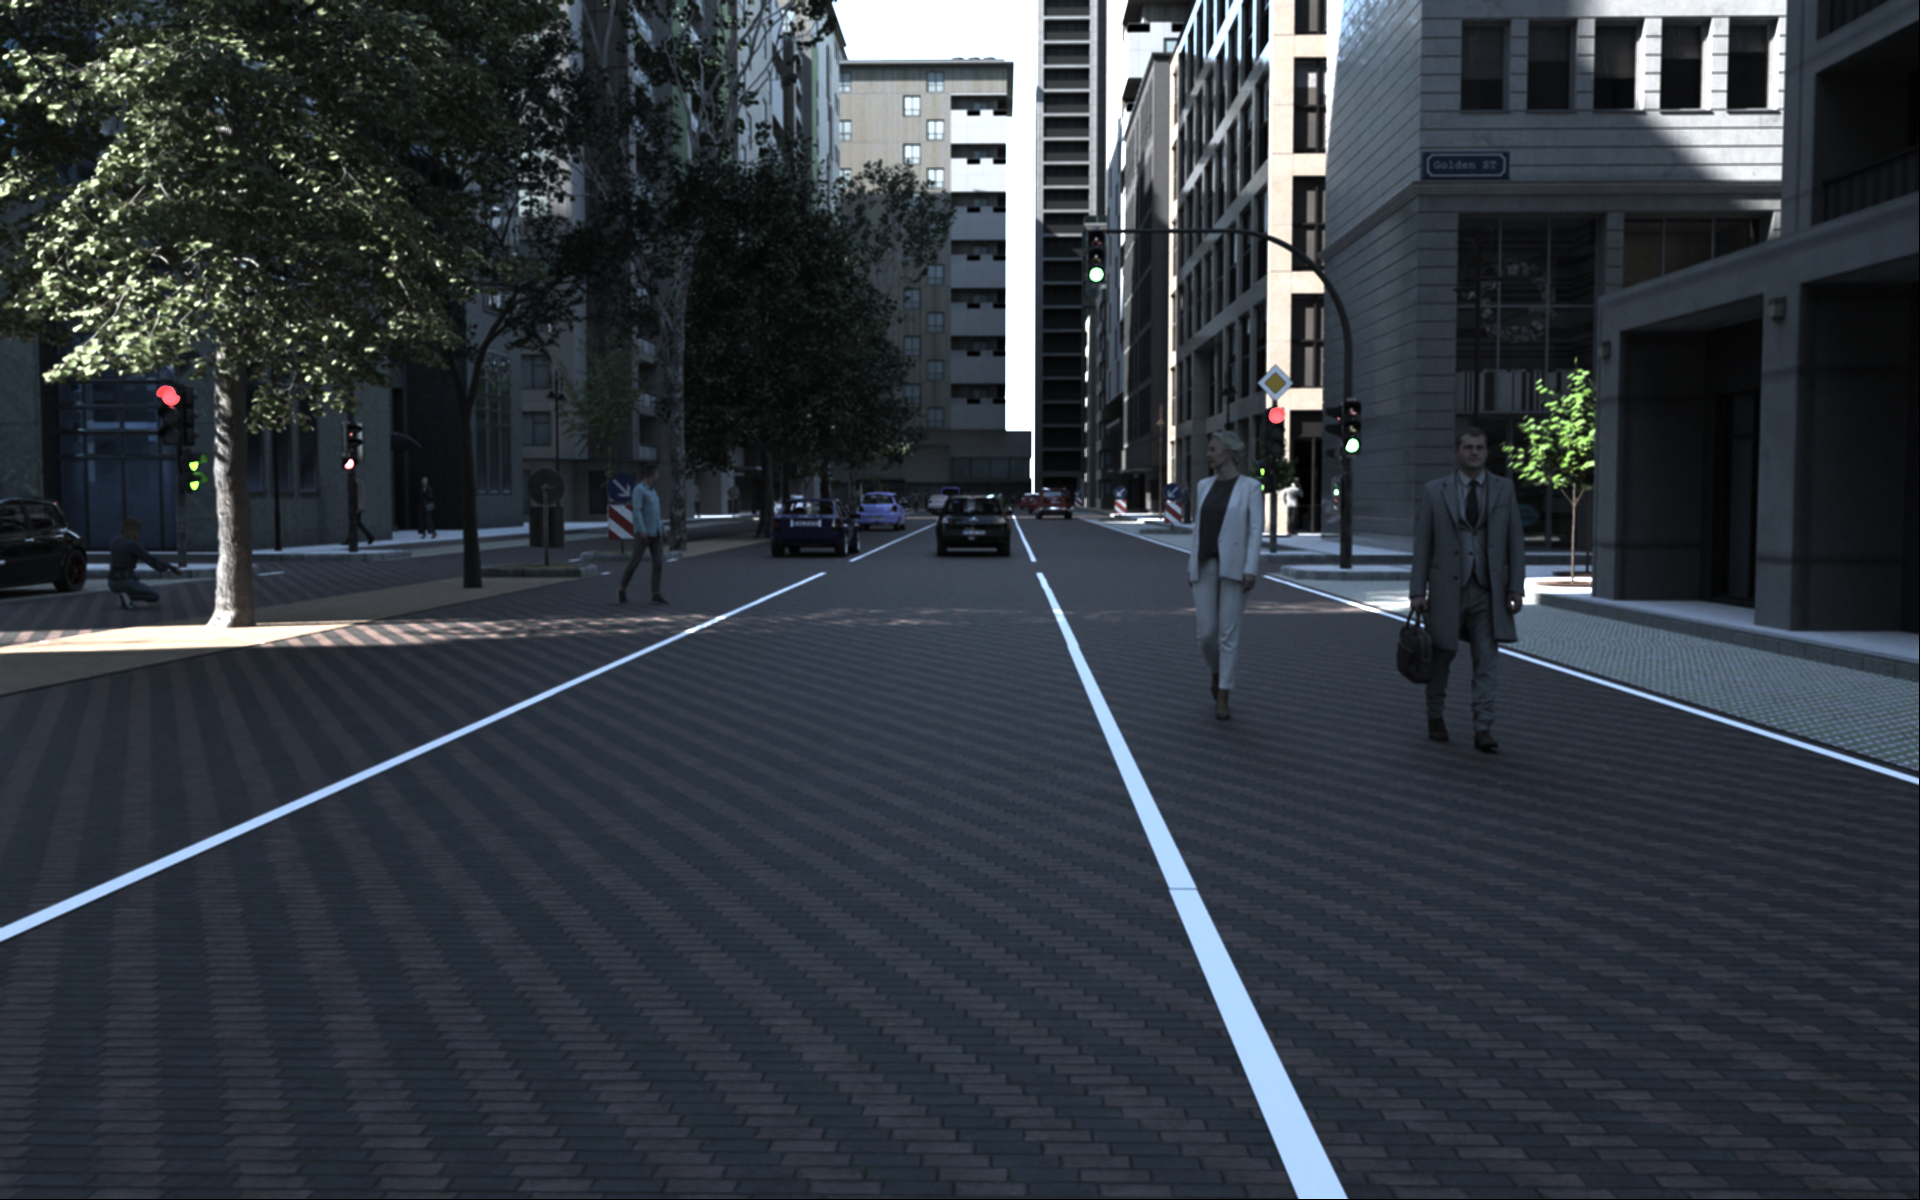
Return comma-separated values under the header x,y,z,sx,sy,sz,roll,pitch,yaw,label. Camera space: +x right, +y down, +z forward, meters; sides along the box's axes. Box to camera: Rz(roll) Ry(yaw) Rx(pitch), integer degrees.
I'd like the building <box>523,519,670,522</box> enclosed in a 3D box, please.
x,y,z,sx,sy,sz,roll,pitch,yaw,label
-21.115,-24.428,82.987,14.154,41.232,14.086,0,4,1,building

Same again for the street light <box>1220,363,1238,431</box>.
x,y,z,sx,sy,sz,roll,pitch,yaw,label
9.466,-5.408,61.208,0.468,5.910,1.993,0,4,1,street light

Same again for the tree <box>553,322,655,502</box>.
x,y,z,sx,sy,sz,roll,pitch,yaw,label
-14.805,-7.462,72.370,4.737,8.622,4.395,0,3,0,tree

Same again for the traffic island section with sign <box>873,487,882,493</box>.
x,y,z,sx,sy,sz,roll,pitch,yaw,label
-5.375,-6.414,113.004,2.006,1.907,1.989,0,4,1,traffic island section with sign

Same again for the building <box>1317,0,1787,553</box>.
x,y,z,sx,sy,sz,roll,pitch,yaw,label
24.662,-16.153,41.586,29.804,29.767,11.434,0,4,1,building

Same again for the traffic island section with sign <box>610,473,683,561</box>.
x,y,z,sx,sy,sz,roll,pitch,yaw,label
-7.248,-1.820,37.889,2.006,1.907,1.989,0,4,1,traffic island section with sign

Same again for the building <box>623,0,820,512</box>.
x,y,z,sx,sy,sz,roll,pitch,yaw,label
-19.805,-28.425,148.336,14.154,41.232,14.086,0,4,1,building

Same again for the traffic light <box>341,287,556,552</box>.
x,y,z,sx,sy,sz,roll,pitch,yaw,label
-11.331,-3.888,38.235,4.771,5.953,1.251,0,4,1,traffic light

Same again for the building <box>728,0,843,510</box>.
x,y,z,sx,sy,sz,roll,pitch,yaw,label
-26.311,-35.842,175.260,27.495,52.752,28.713,0,4,1,building

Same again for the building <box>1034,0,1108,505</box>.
x,y,z,sx,sy,sz,roll,pitch,yaw,label
19.186,-46.898,205.034,20.611,71.187,20.563,0,4,1,building

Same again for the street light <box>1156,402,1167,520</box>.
x,y,z,sx,sy,sz,roll,pitch,yaw,label
10.083,-6.981,86.922,0.468,5.910,1.993,0,4,1,street light

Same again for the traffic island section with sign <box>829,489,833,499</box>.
x,y,z,sx,sy,sz,roll,pitch,yaw,label
-10.568,-8.042,140.107,1.989,1.847,2.006,0,4,1,traffic island section with sign

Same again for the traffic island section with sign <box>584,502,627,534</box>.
x,y,z,sx,sy,sz,roll,pitch,yaw,label
-12.518,-3.339,63.219,1.989,1.847,2.006,0,4,1,traffic island section with sign

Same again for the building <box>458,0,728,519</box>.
x,y,z,sx,sy,sz,roll,pitch,yaw,label
-21.908,-25.778,105.058,14.154,41.232,14.086,0,4,1,building

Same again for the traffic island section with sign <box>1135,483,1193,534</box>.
x,y,z,sx,sy,sz,roll,pitch,yaw,label
7.491,-3.293,62.466,1.989,1.847,2.006,0,4,1,traffic island section with sign

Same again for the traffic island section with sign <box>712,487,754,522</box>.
x,y,z,sx,sy,sz,roll,pitch,yaw,label
-11.822,-5.002,90.405,1.989,1.847,2.006,0,4,1,traffic island section with sign

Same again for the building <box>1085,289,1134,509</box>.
x,y,z,sx,sy,sz,roll,pitch,yaw,label
26.110,-19.259,159.923,27.650,21.520,28.899,0,4,1,building

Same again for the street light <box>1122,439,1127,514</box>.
x,y,z,sx,sy,sz,roll,pitch,yaw,label
10.770,-8.544,112.483,0.468,5.910,1.993,0,4,1,street light

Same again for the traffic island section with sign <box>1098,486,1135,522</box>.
x,y,z,sx,sy,sz,roll,pitch,yaw,label
8.191,-4.989,90.197,1.989,1.847,2.006,0,4,1,traffic island section with sign

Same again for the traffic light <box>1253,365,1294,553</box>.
x,y,z,sx,sy,sz,roll,pitch,yaw,label
6.831,-2.987,37.763,0.839,4.253,0.868,0,4,1,traffic light

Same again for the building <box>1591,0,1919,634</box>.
x,y,z,sx,sy,sz,roll,pitch,yaw,label
17.850,-34.907,8.988,20.563,71.187,20.611,0,4,1,building

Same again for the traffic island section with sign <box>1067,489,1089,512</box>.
x,y,z,sx,sy,sz,roll,pitch,yaw,label
9.444,-8.064,140.471,1.989,1.847,2.006,0,4,1,traffic island section with sign

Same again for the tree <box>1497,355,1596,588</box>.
x,y,z,sx,sy,sz,roll,pitch,yaw,label
8.660,-1.811,24.207,1.663,3.219,1.824,0,3,0,tree

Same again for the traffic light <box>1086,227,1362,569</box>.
x,y,z,sx,sy,sz,roll,pitch,yaw,label
4.537,-3.365,29.691,4.771,5.953,1.251,0,4,1,traffic light

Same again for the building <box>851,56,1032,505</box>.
x,y,z,sx,sy,sz,roll,pitch,yaw,label
-5.101,-37.991,210.384,27.495,52.752,28.713,0,4,1,building

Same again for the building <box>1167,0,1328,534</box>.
x,y,z,sx,sy,sz,roll,pitch,yaw,label
19.892,-16.335,71.597,19.350,26.468,34.151,0,4,1,building

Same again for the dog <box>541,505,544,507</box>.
x,y,z,sx,sy,sz,roll,pitch,yaw,label
-17.543,-3.569,72.726,0.513,0.831,0.800,0,4,-7,dog

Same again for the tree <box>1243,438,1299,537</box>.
x,y,z,sx,sy,sz,roll,pitch,yaw,label
9.289,-3.504,51.885,1.663,3.219,1.824,0,3,0,tree

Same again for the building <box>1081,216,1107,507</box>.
x,y,z,sx,sy,sz,roll,pitch,yaw,label
19.662,-25.051,181.281,14.160,30.474,14.107,0,4,1,building

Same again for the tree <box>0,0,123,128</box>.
x,y,z,sx,sy,sz,roll,pitch,yaw,label
-7.666,-5.836,8.239,12.009,13.543,11.850,0,3,0,tree

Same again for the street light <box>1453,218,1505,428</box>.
x,y,z,sx,sy,sz,roll,pitch,yaw,label
8.750,-3.460,29.363,0.468,5.910,1.993,0,4,1,street light

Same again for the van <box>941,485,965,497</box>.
x,y,z,sx,sy,sz,roll,pitch,yaw,label
-0.736,-9.706,163.069,2.240,2.365,5.245,0,4,3,van

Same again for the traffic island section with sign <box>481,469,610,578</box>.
x,y,z,sx,sy,sz,roll,pitch,yaw,label
-7.443,-1.367,30.484,2.006,1.907,1.989,0,4,1,traffic island section with sign

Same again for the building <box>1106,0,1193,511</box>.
x,y,z,sx,sy,sz,roll,pitch,yaw,label
25.269,-33.109,130.576,28.713,52.752,27.495,0,4,1,building

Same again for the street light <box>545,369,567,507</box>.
x,y,z,sx,sy,sz,roll,pitch,yaw,label
-14.968,-5.603,64.390,0.468,5.910,1.993,0,4,1,street light

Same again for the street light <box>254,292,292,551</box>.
x,y,z,sx,sy,sz,roll,pitch,yaw,label
-15.452,-4.054,39.078,0.468,5.910,1.993,0,4,1,street light

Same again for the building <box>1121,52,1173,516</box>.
x,y,z,sx,sy,sz,roll,pitch,yaw,label
17.299,-18.786,100.658,14.314,27.812,24.014,0,4,1,building

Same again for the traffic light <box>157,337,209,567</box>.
x,y,z,sx,sy,sz,roll,pitch,yaw,label
-13.625,-2.529,30.270,0.839,4.253,0.868,0,4,1,traffic light

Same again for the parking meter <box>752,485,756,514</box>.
x,y,z,sx,sy,sz,roll,pitch,yaw,label
-13.119,-6.395,110.273,0.255,1.863,0.399,0,4,-5,parking meter

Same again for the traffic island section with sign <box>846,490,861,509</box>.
x,y,z,sx,sy,sz,roll,pitch,yaw,label
-9.895,-9.701,167.241,1.989,1.847,2.006,0,4,1,traffic island section with sign

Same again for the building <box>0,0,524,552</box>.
x,y,z,sx,sy,sz,roll,pitch,yaw,label
-26.965,-45.173,51.255,22.319,86.520,31.000,0,4,1,building
